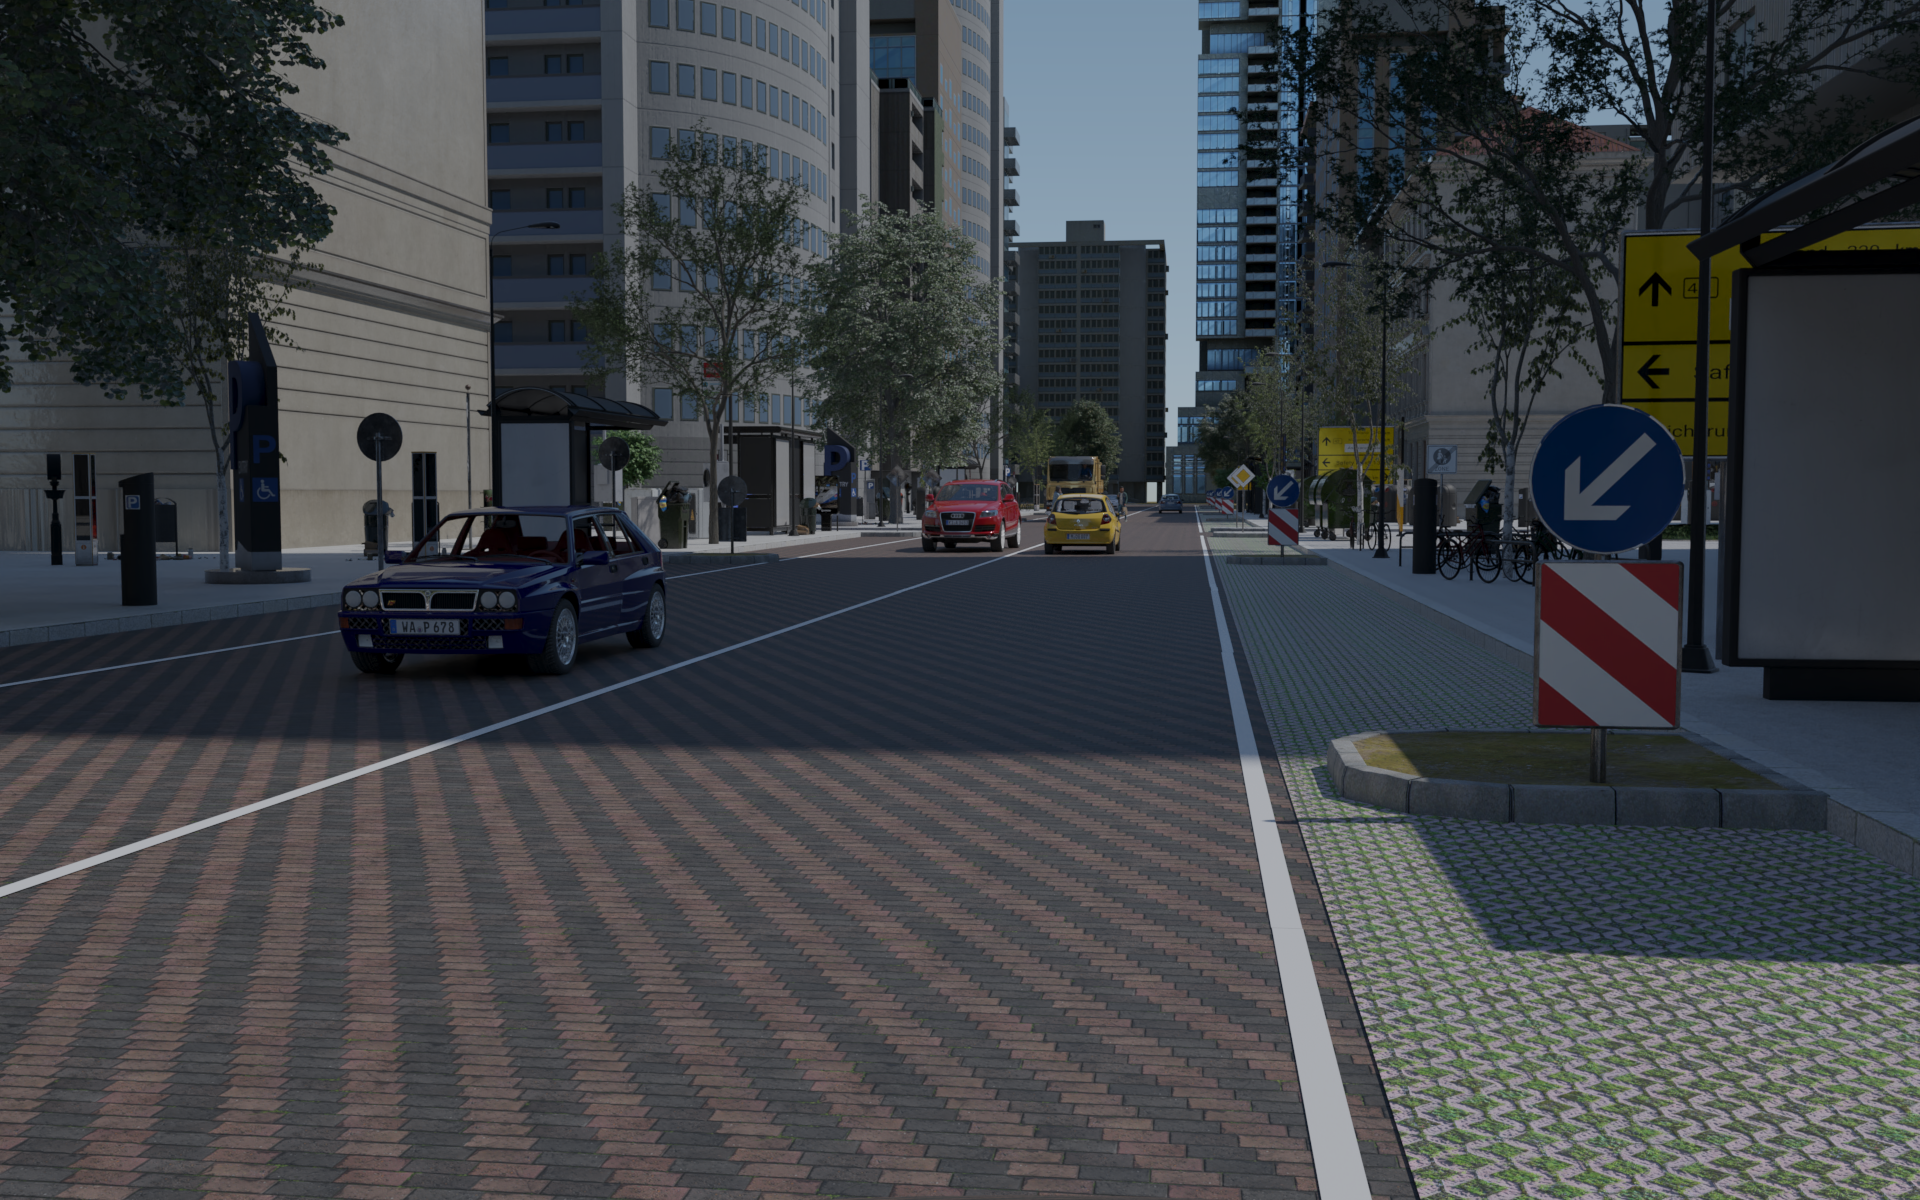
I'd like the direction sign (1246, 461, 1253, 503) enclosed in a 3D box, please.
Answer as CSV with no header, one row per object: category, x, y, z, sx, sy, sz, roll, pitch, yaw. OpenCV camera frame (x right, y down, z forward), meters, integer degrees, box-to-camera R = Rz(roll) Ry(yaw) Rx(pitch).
direction sign,19.999,-7.815,119.774,0.379,3.537,0.876,3,5,40

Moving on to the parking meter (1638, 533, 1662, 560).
parking meter,13.143,-1.664,32.914,0.399,1.863,0.255,-1,4,-15

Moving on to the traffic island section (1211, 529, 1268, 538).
traffic island section,9.467,-2.175,57.845,2.009,0.180,2.903,0,4,8

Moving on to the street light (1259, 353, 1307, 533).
street light,10.707,-5.161,56.923,1.470,5.913,1.316,0,4,8

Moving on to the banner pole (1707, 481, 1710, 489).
banner pole,53.494,-8.195,124.006,0.863,3.779,0.401,-2,4,-28

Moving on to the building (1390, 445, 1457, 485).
building,66.223,-28.241,233.444,14.107,30.474,14.160,0,4,8

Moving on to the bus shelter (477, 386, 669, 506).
bus shelter,-7.742,-2.533,35.333,2.014,3.302,5.546,0,4,8

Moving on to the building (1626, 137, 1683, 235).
building,89.098,-37.645,235.098,30.456,49.044,23.786,0,4,8

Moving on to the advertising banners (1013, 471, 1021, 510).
advertising banners,4.384,-8.401,133.546,0.090,3.025,2.074,-1,4,-14

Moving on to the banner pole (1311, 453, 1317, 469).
banner pole,21.815,-7.120,106.426,0.863,3.779,0.401,3,5,40

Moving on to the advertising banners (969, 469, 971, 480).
advertising banners,0.576,-7.812,123.911,0.090,3.025,2.074,-1,4,-9

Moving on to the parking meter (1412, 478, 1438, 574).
parking meter,7.477,-1.189,27.854,0.372,1.533,0.369,0,3,0

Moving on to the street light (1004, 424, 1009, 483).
street light,3.438,-8.513,111.735,1.470,5.913,1.316,0,4,8

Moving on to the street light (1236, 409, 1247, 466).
street light,16.021,-7.488,94.969,1.470,5.913,1.316,0,4,8

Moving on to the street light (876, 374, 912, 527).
street light,-2.534,-5.794,67.268,1.470,5.913,1.316,0,4,8

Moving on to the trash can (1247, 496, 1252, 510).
trash can,22.840,-7.595,135.826,0.748,1.137,0.748,0,3,0

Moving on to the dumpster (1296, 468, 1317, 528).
dumpster,13.715,-3.921,66.609,1.502,2.255,1.985,0,4,8

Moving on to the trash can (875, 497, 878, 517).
trash can,-4.527,-5.203,96.725,0.748,1.137,0.748,0,3,0

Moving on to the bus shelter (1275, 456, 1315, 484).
bus shelter,18.403,-6.221,95.630,2.014,3.302,5.546,0,4,8

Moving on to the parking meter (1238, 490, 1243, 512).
parking meter,19.614,-6.890,121.067,0.372,1.533,0.369,0,3,0

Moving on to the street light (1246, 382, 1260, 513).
street light,12.826,-6.089,72.097,1.470,5.913,1.316,0,4,8

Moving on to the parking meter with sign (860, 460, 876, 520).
parking meter with sign,-4.619,-5.595,87.738,0.543,3.016,1.738,-1,4,-16

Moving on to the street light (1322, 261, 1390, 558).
street light,7.914,-3.799,34.653,1.470,5.913,1.316,0,4,8

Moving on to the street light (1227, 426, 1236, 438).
street light,19.063,-8.878,117.689,1.470,5.913,1.316,0,4,8

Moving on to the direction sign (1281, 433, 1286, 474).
direction sign,12.153,-4.473,65.127,0.379,3.537,0.876,0,4,1

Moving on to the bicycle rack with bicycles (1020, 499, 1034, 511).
bicycle rack with bicycles,4.235,-7.100,129.472,2.852,0.926,2.925,1,4,23

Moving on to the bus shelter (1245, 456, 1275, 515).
bus shelter,19.191,-7.302,110.673,1.731,3.624,6.357,0,4,7

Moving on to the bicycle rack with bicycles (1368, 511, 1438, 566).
bicycle rack with bicycles,8.905,-1.000,29.736,2.925,0.926,2.852,0,4,-2

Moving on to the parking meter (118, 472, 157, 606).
parking meter,-9.475,-0.706,19.960,0.372,1.533,0.369,0,3,0

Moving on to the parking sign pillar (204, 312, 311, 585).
parking sign pillar,-10.237,-2.244,25.154,1.447,3.967,1.447,-2,4,-32

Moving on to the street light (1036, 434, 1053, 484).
street light,6.515,-9.930,134.894,1.470,5.913,1.316,0,4,8

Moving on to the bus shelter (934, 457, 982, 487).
bus shelter,-0.138,-6.209,95.442,2.014,3.302,5.546,0,4,8

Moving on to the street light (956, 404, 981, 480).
street light,0.386,-7.154,89.510,1.470,5.913,1.316,0,4,8

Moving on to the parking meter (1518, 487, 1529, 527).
parking meter,21.713,-3.569,66.770,0.372,1.533,0.369,0,3,0

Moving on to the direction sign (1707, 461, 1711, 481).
direction sign,43.983,-6.757,102.477,0.379,3.537,0.876,-3,4,-36

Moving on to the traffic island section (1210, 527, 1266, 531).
traffic island section,10.530,-2.659,65.759,2.009,0.180,2.903,0,4,8

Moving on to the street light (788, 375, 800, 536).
street light,-4.533,-4.889,52.475,1.470,5.913,1.316,0,4,8

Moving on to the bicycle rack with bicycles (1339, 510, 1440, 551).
bicycle rack with bicycles,9.938,-1.599,39.520,2.852,0.926,2.925,1,4,16

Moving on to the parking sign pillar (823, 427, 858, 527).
parking sign pillar,-4.772,-4.915,68.831,1.447,3.967,1.447,2,4,29

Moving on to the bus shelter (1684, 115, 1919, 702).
bus shelter,5.244,-0.872,8.186,2.014,3.302,5.546,0,4,7

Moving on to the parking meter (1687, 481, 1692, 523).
parking meter,27.872,-3.678,65.841,0.399,1.863,0.255,0,4,8

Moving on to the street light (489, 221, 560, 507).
street light,-7.492,-3.497,29.711,1.470,5.913,1.316,0,4,8

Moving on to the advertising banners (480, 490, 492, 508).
advertising banners,-12.686,-3.270,49.653,2.074,3.025,0.090,-1,4,-17

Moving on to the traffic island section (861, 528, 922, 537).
traffic island section,-2.170,-2.271,59.407,2.009,0.180,2.903,0,4,8

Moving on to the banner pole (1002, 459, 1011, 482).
banner pole,3.387,-8.218,124.384,0.863,3.779,0.401,-3,4,-36

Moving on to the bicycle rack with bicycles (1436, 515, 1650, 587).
bicycle rack with bicycles,8.541,-0.701,24.839,2.852,0.926,2.925,-1,4,-11

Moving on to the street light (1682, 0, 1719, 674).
street light,4.783,-2.440,12.439,1.470,5.913,1.316,0,4,8

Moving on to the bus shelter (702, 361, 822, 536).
bus shelter,-6.338,-4.714,54.714,2.179,5.291,8.768,0,4,8

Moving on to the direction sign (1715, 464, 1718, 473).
direction sign,57.639,-8.548,131.762,0.379,3.537,0.876,0,4,-4

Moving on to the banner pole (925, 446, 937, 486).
banner pole,-1.444,-6.086,89.530,0.863,3.779,0.401,-1,4,-10

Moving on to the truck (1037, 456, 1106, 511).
truck,6.085,-5.839,91.393,3.469,3.379,9.791,0,4,7

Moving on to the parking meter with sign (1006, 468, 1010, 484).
parking meter with sign,2.537,-7.316,115.871,1.738,3.016,0.543,3,5,44

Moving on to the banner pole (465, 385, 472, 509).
banner pole,-11.192,-3.023,39.444,0.401,3.779,0.863,-1,4,-12

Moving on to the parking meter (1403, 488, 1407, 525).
parking meter,18.578,-3.933,72.708,0.372,1.533,0.369,0,3,0
